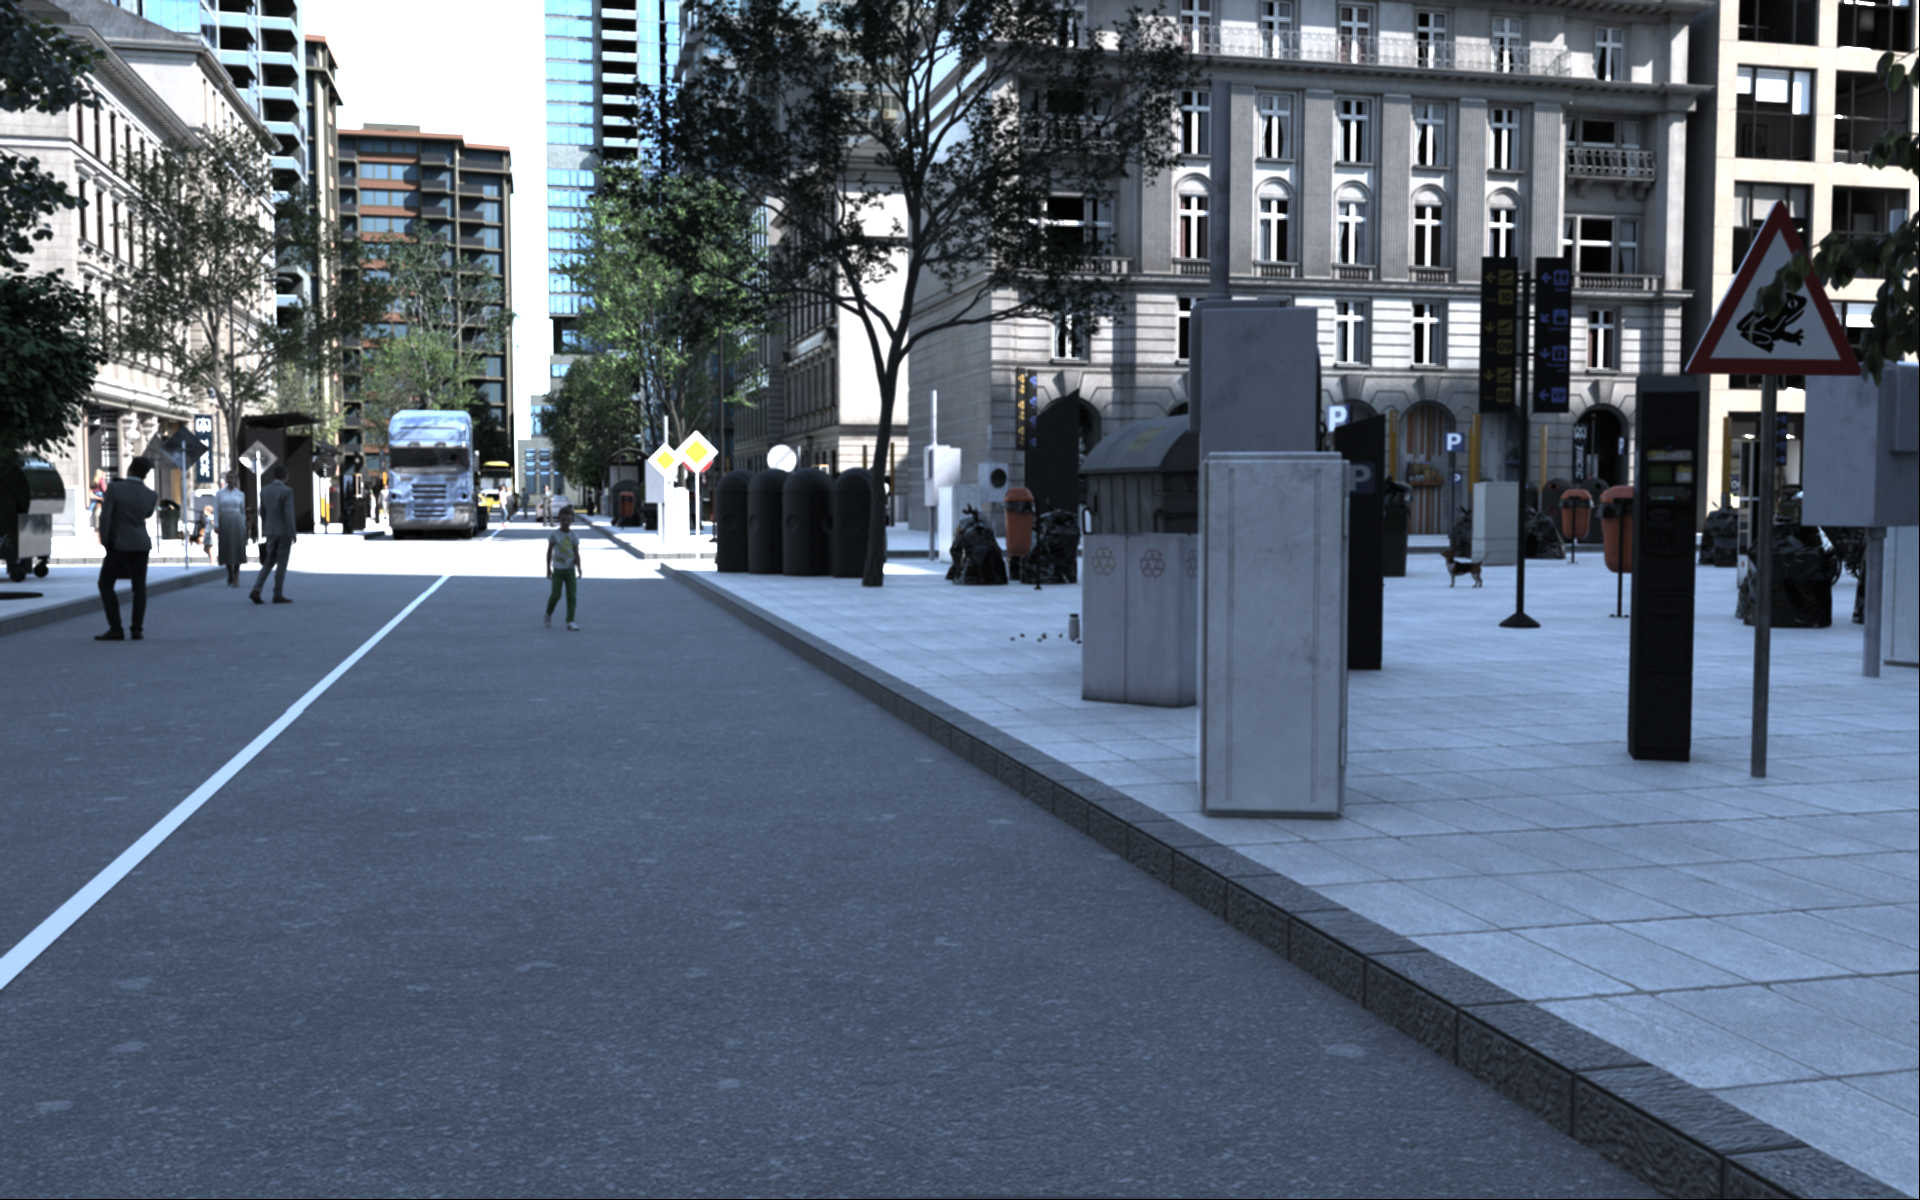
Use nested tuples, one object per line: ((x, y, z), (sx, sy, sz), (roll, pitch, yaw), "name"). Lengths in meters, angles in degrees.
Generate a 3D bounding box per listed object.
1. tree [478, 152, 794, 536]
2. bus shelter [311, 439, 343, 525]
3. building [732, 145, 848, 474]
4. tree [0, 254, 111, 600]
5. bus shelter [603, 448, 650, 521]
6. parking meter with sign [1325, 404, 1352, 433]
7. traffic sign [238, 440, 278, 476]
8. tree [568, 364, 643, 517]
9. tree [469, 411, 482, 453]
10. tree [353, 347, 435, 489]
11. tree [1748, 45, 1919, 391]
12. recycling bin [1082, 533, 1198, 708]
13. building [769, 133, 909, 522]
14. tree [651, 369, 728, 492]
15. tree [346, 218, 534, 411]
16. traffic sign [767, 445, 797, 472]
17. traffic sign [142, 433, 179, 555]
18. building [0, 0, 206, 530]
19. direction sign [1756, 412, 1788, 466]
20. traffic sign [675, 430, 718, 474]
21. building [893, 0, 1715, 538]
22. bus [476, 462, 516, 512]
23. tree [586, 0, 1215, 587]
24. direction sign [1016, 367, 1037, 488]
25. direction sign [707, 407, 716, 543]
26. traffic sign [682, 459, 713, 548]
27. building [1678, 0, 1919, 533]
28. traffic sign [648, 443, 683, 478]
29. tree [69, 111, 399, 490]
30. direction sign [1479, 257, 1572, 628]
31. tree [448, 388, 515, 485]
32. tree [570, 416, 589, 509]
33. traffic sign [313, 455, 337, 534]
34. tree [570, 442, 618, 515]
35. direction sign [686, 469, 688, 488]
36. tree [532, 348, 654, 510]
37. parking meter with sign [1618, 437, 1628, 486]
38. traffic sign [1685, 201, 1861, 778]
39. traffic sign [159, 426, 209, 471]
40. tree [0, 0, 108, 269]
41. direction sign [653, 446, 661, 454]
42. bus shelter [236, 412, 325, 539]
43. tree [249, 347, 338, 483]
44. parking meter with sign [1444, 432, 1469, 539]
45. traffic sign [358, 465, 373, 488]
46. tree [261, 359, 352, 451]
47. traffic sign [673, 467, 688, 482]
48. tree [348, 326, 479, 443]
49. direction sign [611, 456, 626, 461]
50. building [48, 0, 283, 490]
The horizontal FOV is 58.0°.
((-8.641, -7.794, 53.193), (9.928, 11.665, 9.643), (0, 3, 0), "tree")
((-23.842, -4.238, 63.214), (2.014, 3.302, 5.546), (-1, 4, -14), "bus shelter")
((-8.401, -15.771, 107.009), (9.793, 20.994, 18.267), (-1, 4, -14), "building")
((-12.180, -2.294, 21.219), (4.285, 4.588, 4.351), (0, 3, 0), "tree")
((-15.098, -5.189, 78.769), (2.014, 3.302, 5.546), (-1, 4, -13), "bus shelter")
((7.940, -2.334, 34.419), (0.543, 3.016, 1.738), (3, 5, 43), "parking meter with sign")
((-15.110, -2.147, 37.292), (0.795, 2.593, 0.064), (-1, 4, -14), "traffic sign")
((-20.011, -8.994, 97.416), (4.360, 8.622, 3.978), (0, 3, 0), "tree")
((-43.849, -12.332, 151.998), (4.360, 8.622, 3.978), (0, 3, 0), "tree")
((-28.335, -8.341, 86.738), (4.360, 8.622, 3.978), (0, 3, 0), "tree")
((2.971, -3.253, 3.546), (4.360, 8.622, 3.978), (0, 3, 0), "tree")
((1.241, 0.106, 10.823), (0.722, 1.027, 0.722), (3, 4, 39), "recycling bin")
((-3.206, -13.707, 88.738), (10.561, 19.102, 19.286), (-1, 4, -14), "building")
((-15.475, -9.093, 99.030), (4.737, 8.622, 4.395), (0, 3, 0), "tree")
((-35.398, -16.006, 117.582), (12.611, 20.169, 13.585), (0, 3, 0), "tree")
((-4.603, -2.731, 44.754), (0.768, 2.556, 0.104), (0, 4, -8), "traffic sign")
((-17.015, -2.244, 36.692), (0.884, 2.594, 0.081), (0, 4, -7), "traffic sign")
((-35.915, -12.875, 61.408), (10.553, 20.767, 40.483), (-1, 4, -14), "building")
((22.260, -3.399, 47.577), (0.876, 3.537, 0.379), (0, 4, -3), "direction sign")
((-4.771, -1.796, 31.556), (0.795, 2.593, 0.064), (-1, 4, -14), "traffic sign")
((10.734, -13.270, 58.763), (24.055, 21.916, 13.314), (-1, 4, -14), "building")
((-36.012, -8.751, 134.629), (2.896, 3.916, 12.252), (-1, 4, -14), "bus")
((-1.003, -5.448, 23.485), (8.767, 10.594, 7.601), (-3, 5, -41), "tree")
((1.203, -2.407, 31.349), (0.379, 3.537, 0.876), (2, 4, 26), "direction sign")
((-6.461, -3.267, 45.412), (0.379, 3.537, 0.876), (-1, 4, -9), "direction sign")
((-6.267, -2.522, 41.335), (0.768, 2.556, 0.104), (-1, 4, -12), "traffic sign")
((38.472, -16.158, 68.706), (34.151, 26.468, 19.350), (-1, 4, -14), "building")
((-6.655, -2.271, 39.317), (0.795, 2.593, 0.064), (-1, 4, -14), "traffic sign")
((-17.305, -6.557, 41.613), (8.767, 10.594, 7.601), (0, 4, 6), "tree")
((5.417, -1.508, 16.656), (0.876, 3.537, 0.379), (0, 4, -3), "direction sign")
((-51.631, -16.225, 182.289), (9.611, 12.733, 9.660), (0, 3, 0), "tree")
((-31.773, -11.913, 145.133), (4.737, 8.622, 4.395), (0, 3, 0), "tree")
((-20.488, -3.412, 55.897), (0.768, 2.556, 0.104), (0, 4, -7), "traffic sign")
((-22.340, -7.534, 106.893), (4.285, 4.588, 4.351), (0, 3, 0), "tree")
((-13.449, -5.703, 85.245), (0.379, 3.537, 0.876), (-1, 4, -15), "direction sign")
((-28.633, -13.399, 136.086), (9.611, 12.733, 9.660), (0, 3, 0), "tree")
((20.994, -3.454, 52.731), (1.738, 3.016, 0.543), (0, 4, 3), "parking meter with sign")
((3.625, -0.476, 7.787), (0.884, 2.594, 0.081), (-1, 4, -12), "traffic sign")
((-13.225, -1.672, 29.532), (0.795, 2.593, 0.064), (-1, 4, -14), "traffic sign")
((-10.179, -6.403, 11.347), (9.857, 13.997, 8.962), (0, 3, 0), "tree")
((-14.207, -5.480, 81.594), (0.379, 3.537, 0.876), (1, 4, 18), "direction sign")
((-20.397, -3.727, 52.224), (1.731, 3.624, 6.357), (-1, 4, -14), "bus shelter")
((-31.056, -7.983, 80.892), (4.360, 8.622, 3.978), (0, 3, 0), "tree")
((14.303, -3.262, 49.598), (0.543, 3.016, 1.738), (2, 4, 27), "parking meter with sign")
((-26.807, -4.762, 77.862), (0.884, 2.594, 0.081), (-1, 4, -12), "traffic sign")
((-34.575, -8.630, 91.470), (4.737, 8.622, 4.395), (0, 3, 0), "tree")
((-12.389, -4.665, 76.379), (0.768, 2.556, 0.104), (0, 4, -6), "traffic sign")
((-33.057, -11.005, 105.688), (9.928, 11.665, 9.643), (0, 3, 0), "tree")
((-20.047, -6.715, 101.786), (0.876, 3.537, 0.379), (0, 4, -4), "direction sign")
((-44.524, -18.088, 93.008), (12.463, 27.353, 25.104), (-1, 4, -14), "building")
